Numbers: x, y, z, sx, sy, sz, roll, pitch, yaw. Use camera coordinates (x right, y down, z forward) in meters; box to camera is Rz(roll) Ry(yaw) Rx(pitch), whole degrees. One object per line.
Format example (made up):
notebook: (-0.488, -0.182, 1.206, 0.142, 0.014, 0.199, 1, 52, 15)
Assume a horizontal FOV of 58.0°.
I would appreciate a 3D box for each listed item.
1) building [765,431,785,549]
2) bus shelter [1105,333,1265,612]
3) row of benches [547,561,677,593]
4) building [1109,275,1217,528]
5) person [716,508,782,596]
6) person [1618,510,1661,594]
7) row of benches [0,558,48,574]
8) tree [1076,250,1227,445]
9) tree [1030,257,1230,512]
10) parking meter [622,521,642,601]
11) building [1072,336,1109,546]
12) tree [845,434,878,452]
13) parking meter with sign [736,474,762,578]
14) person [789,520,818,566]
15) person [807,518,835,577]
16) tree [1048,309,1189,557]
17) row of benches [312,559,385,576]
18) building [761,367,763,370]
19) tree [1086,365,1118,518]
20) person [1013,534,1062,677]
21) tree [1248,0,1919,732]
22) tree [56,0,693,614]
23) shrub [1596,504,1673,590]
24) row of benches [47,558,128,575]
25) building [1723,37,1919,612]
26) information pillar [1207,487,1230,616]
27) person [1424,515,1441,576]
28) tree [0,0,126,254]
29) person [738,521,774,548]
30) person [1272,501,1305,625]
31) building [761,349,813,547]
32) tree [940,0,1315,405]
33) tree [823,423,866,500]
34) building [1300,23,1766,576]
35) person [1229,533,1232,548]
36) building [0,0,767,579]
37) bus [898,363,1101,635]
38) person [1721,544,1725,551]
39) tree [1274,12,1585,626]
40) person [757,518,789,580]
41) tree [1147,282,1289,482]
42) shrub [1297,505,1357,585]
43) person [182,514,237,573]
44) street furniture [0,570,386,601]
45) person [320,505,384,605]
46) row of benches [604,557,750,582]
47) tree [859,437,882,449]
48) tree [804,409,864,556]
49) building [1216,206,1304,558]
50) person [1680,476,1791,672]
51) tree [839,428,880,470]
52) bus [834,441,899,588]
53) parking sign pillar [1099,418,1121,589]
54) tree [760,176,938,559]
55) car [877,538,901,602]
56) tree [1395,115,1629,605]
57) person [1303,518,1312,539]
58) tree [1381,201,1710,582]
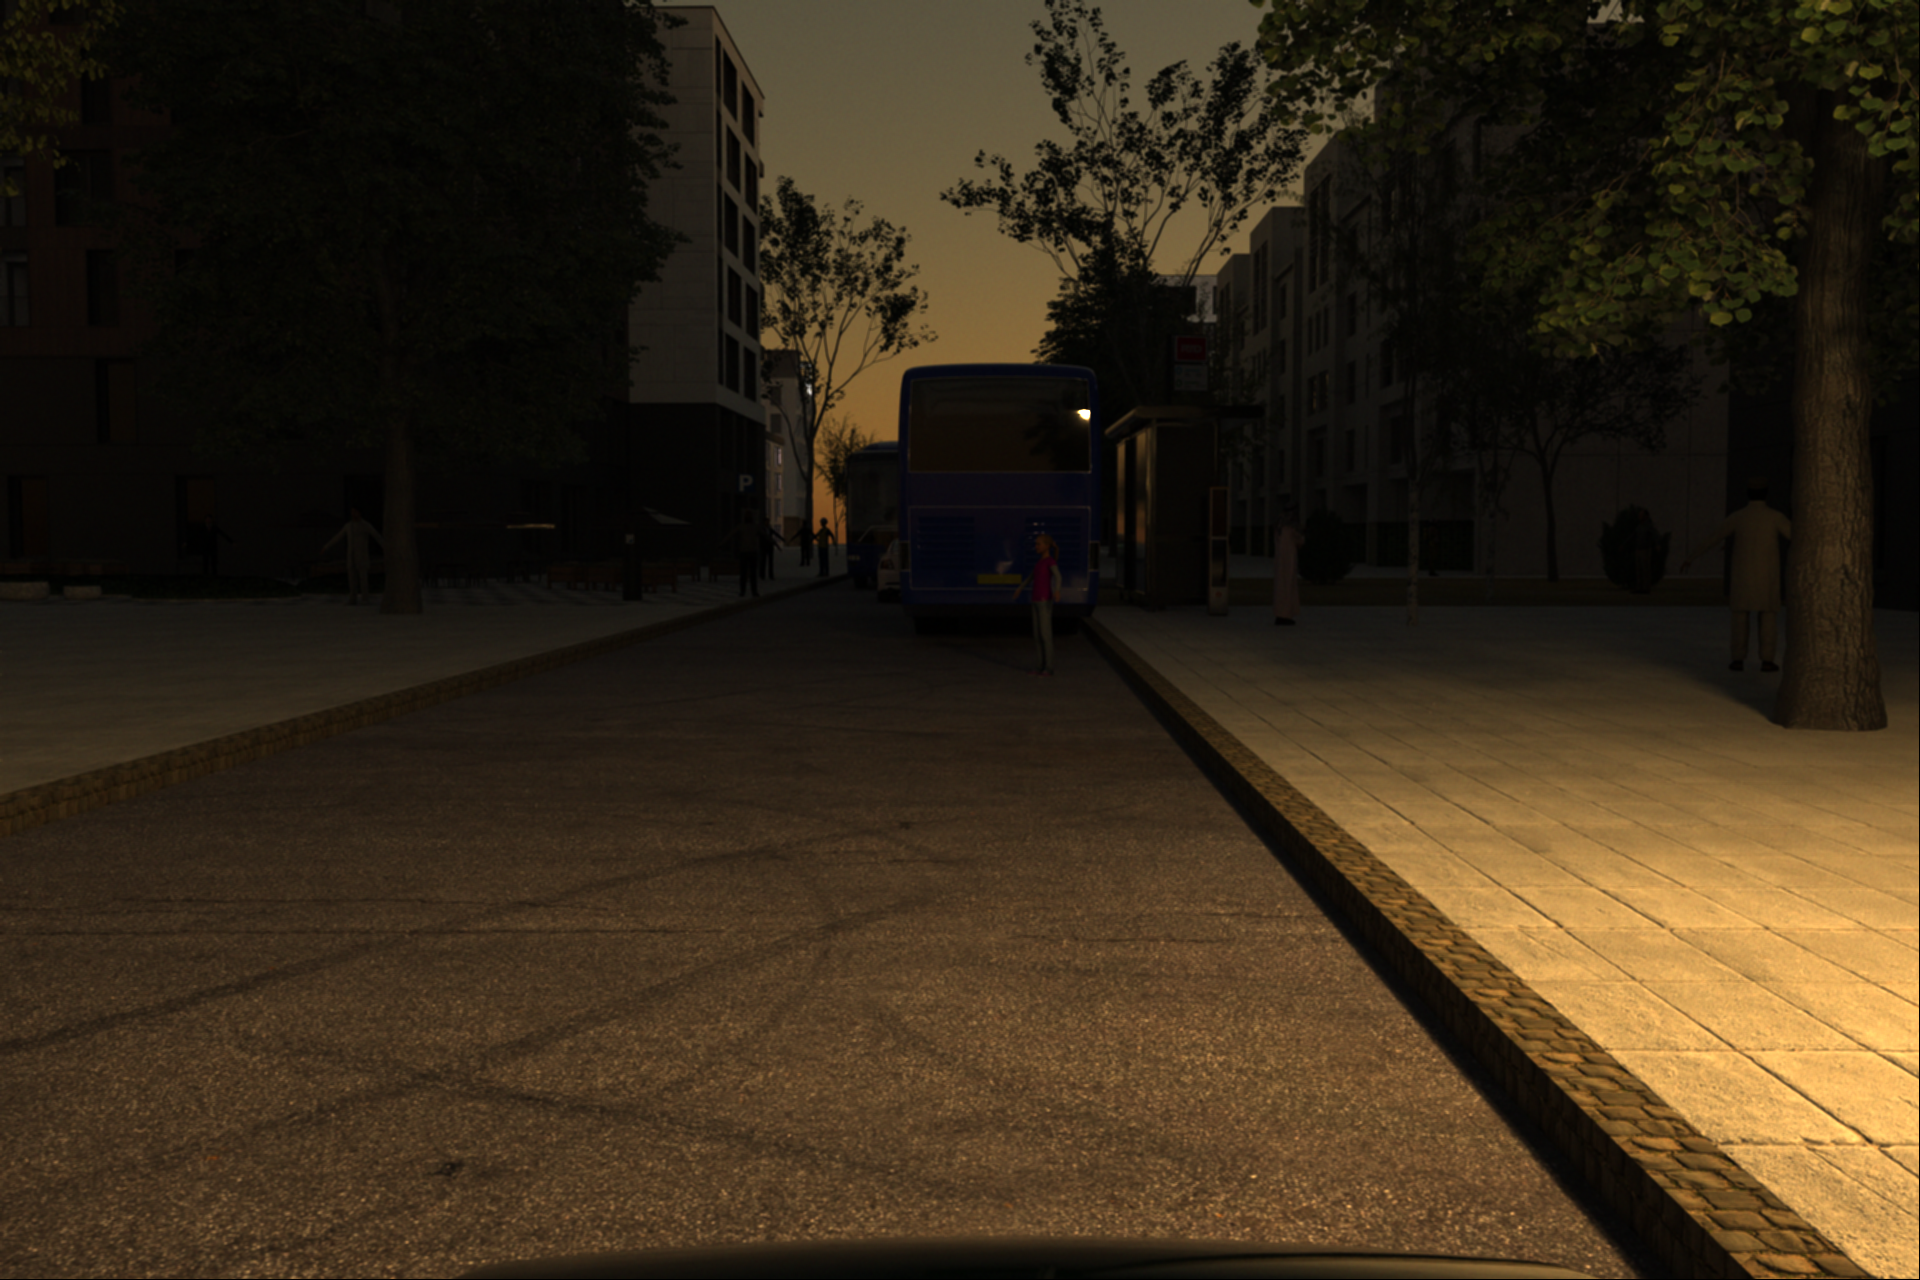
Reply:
building: (-19.948, -12.856, 152.335, 9.099, 9.664, 28.070, 0, 4, 1)
bus shelter: (3.924, -3.352, 32.435, 2.179, 5.291, 8.768, 0, 4, 0)
row of benches: (-7.857, -1.448, 39.130, 4.104, 0.672, 1.422, 3, 5, 42)
building: (26.979, -18.897, 152.947, 27.936, 21.610, 32.646, 0, 4, 1)
person: (-4.350, -1.805, 35.648, 1.348, 1.813, 0.705, -1, 4, -13)
person: (14.598, -1.883, 37.063, 0.705, 1.796, 1.348, -1, 4, -15)
row of benches: (-25.698, -1.845, 45.636, 4.104, 0.672, 1.422, 1, 4, 23)
tree: (4.758, -5.843, 45.898, 4.360, 8.622, 3.978, 0, 3, 0)
tree: (7.772, -10.553, 79.204, 9.857, 13.997, 8.962, 0, 3, 0)
parking meter: (-6.337, -1.533, 33.470, 0.372, 1.533, 0.369, 0, 3, 0)
building: (25.820, -21.473, 195.065, 27.936, 21.610, 32.646, 0, 4, 1)
tree: (-7.119, -10.763, 126.338, 4.360, 8.622, 3.978, 0, 3, 0)
parking meter with sign: (-6.126, -3.337, 50.816, 0.543, 3.016, 1.738, 0, 4, 3)
person: (-6.236, -3.893, 69.582, 1.347, 1.837, 0.705, -2, 4, -33)
person: (-4.143, -2.776, 51.844, 1.216, 1.772, 0.721, 3, 5, 43)
tree: (8.544, -11.548, 95.465, 9.857, 13.997, 8.962, 0, 3, 0)
row of benches: (-14.729, -1.676, 42.869, 1.422, 0.672, 4.104, 0, 4, 7)
building: (-24.786, -20.844, 197.219, 16.016, 20.090, 11.380, 0, 4, 1)
tree: (7.927, -11.694, 109.320, 7.486, 12.596, 7.792, 0, 3, 0)
person: (0.781, -0.348, 17.414, 0.599, 1.433, 0.991, -2, 4, -23)
tree: (5.807, -6.385, 11.045, 9.857, 13.997, 8.962, 0, 3, 0)
tree: (-8.949, -7.403, 27.696, 9.857, 13.997, 8.962, 0, 3, 0)
shrub: (15.589, -2.179, 40.047, 1.690, 2.028, 1.600, 0, 3, 0)
row of benches: (-22.009, -1.728, 43.717, 1.422, 0.672, 4.104, -3, 5, -45)
building: (26.019, -10.708, 19.051, 27.936, 21.610, 32.646, 0, 4, 2)
information pillar: (4.044, -1.385, 27.143, 0.304, 2.012, 0.304, 0, 4, 1)
person: (14.502, -2.886, 52.954, 0.705, 1.858, 1.354, 1, 4, 8)
tree: (-8.887, -3.831, 12.997, 4.737, 8.622, 4.395, 0, 3, 0)
person: (-6.851, -3.206, 58.561, 1.346, 1.812, 0.704, -1, 4, -17)
person: (4.651, -1.087, 24.489, 0.621, 1.740, 0.551, -3, 4, -37)
building: (-21.629, -19.712, 178.708, 16.016, 20.090, 11.380, 0, 4, 2)
tree: (5.455, -12.664, 62.941, 12.611, 20.169, 13.585, 0, 3, 0)
tree: (-7.059, -10.001, 113.873, 4.737, 8.622, 4.395, 0, 3, 0)
building: (24.720, -12.370, 68.700, 16.747, 18.905, 31.486, 0, 4, 1)
person: (6.886, -2.444, 46.186, 0.704, 1.802, 1.346, 3, 5, 44)
building: (-23.510, -13.558, 65.652, 27.936, 21.610, 32.646, 0, 4, 2)
bus: (0.555, -2.201, 27.530, 2.896, 3.916, 12.251, 0, 4, 1)
person: (17.860, -2.032, 39.357, 1.347, 1.817, 0.704, -2, 4, -25)
tree: (6.093, -4.502, 23.978, 4.360, 8.622, 3.978, 0, 3, 0)
person: (-5.346, -2.538, 48.224, 1.216, 1.740, 0.721, -2, 4, -24)
tree: (7.478, -6.194, 51.641, 4.737, 8.622, 4.395, 0, 3, 0)
shrub: (9.244, -2.449, 44.086, 1.661, 2.075, 1.752, 0, 3, 0)
person: (-19.945, -2.437, 46.033, 1.347, 1.806, 0.705, -2, 4, -26)
street furniture: (-16.608, -1.227, 35.682, 10.072, 0.657, 5.734, 0, 4, -4)
person: (-10.911, -1.538, 31.326, 1.347, 1.806, 0.705, 1, 4, 11)
row of benches: (-7.659, -1.903, 46.576, 4.104, 0.672, 1.422, 0, 4, 6)
tree: (-6.859, -11.151, 132.676, 4.737, 8.622, 4.395, 0, 3, 0)
tree: (-7.548, -9.317, 102.693, 4.360, 8.622, 3.978, 0, 3, 0)
building: (25.399, -14.409, 102.046, 16.747, 18.905, 31.486, 0, 4, 1)
person: (7.457, -0.620, 16.232, 1.344, 1.819, 0.704, 2, 4, 30)
tree: (-6.789, -10.360, 119.748, 4.360, 8.622, 3.978, 0, 3, 0)
bus: (-1.573, -3.536, 49.366, 2.896, 3.916, 12.251, 0, 4, 1)
parking sign pillar: (3.952, -3.216, 41.057, 1.447, 3.967, 1.447, 0, 4, 2)
tree: (-7.469, -14.347, 90.465, 12.611, 20.169, 13.585, 0, 3, 0)
car: (-0.782, -1.558, 37.842, 2.083, 1.381, 4.827, 0, 4, 2)
tree: (9.426, -4.951, 31.312, 4.360, 8.622, 3.978, 0, 3, 0)
person: (11.537, -3.104, 56.902, 1.345, 1.843, 0.704, 2, 4, 32)
tree: (15.907, -6.858, 46.542, 8.767, 10.594, 7.601, -1, 4, -9)
